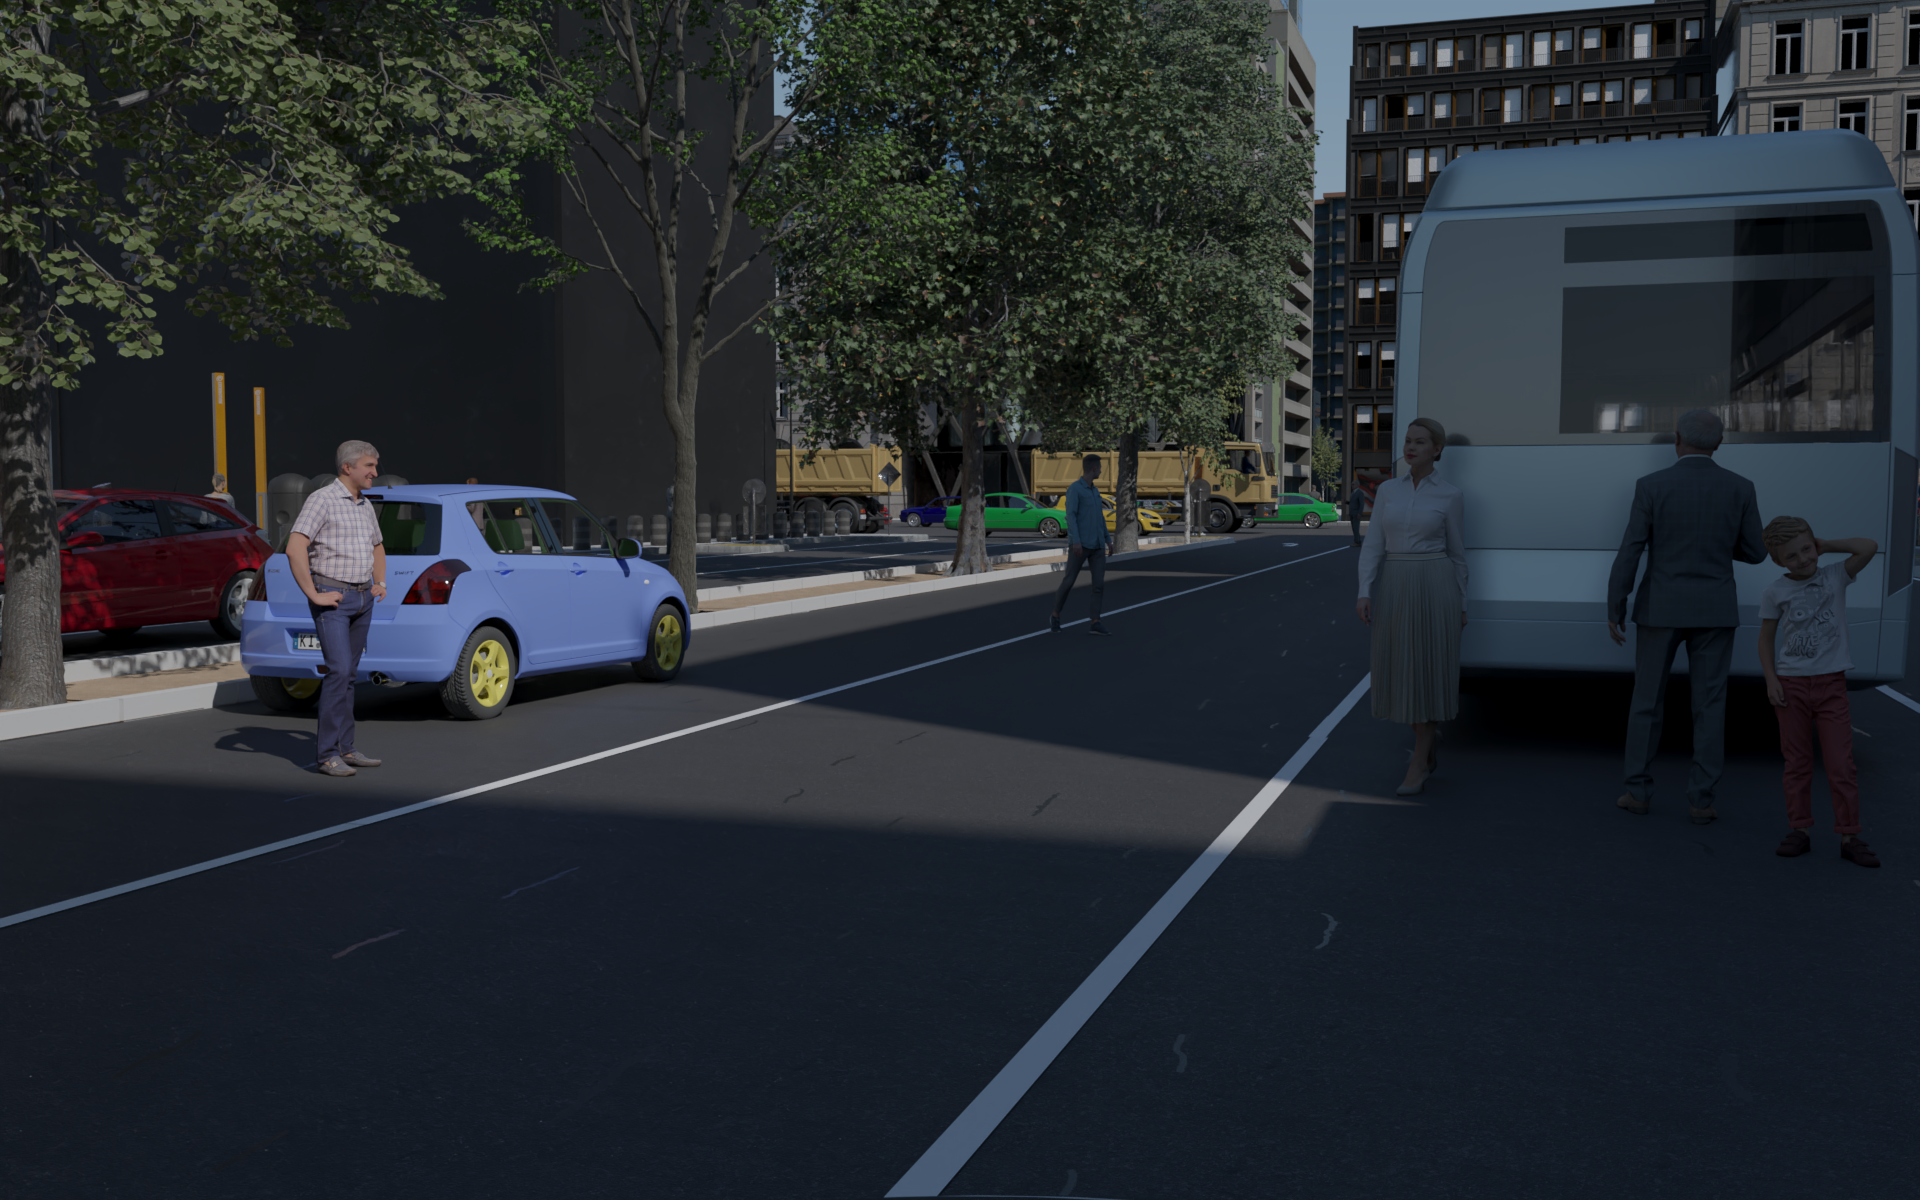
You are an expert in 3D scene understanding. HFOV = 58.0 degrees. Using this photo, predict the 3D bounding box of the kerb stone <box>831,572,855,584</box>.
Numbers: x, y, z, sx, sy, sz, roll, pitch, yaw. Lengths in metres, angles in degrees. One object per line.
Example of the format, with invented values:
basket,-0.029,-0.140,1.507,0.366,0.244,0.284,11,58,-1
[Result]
kerb stone,-1.960,-0.334,27.657,0.120,0.150,1.000,1,4,18

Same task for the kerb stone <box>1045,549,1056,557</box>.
kerb stone,1.945,-1.050,39.398,0.120,0.150,1.000,1,4,18

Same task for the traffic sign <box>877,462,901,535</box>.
traffic sign,-2.204,-3.066,53.769,0.795,2.450,0.064,1,4,18

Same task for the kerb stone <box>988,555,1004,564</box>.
kerb stone,0.647,-0.812,35.474,0.120,0.150,1.000,1,4,18

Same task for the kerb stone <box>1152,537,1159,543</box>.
kerb stone,5.524,-1.705,50.151,0.120,0.150,1.000,1,4,18

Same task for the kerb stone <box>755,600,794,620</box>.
kerb stone,-2.228,0.123,20.188,0.120,0.150,1.000,1,4,18

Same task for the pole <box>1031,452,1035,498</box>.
pole,3.576,-5.542,84.449,0.158,3.312,0.155,0,3,0

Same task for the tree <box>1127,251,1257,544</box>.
tree,6.304,-5.813,47.857,4.737,8.622,4.395,0,3,0

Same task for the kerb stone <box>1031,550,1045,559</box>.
kerb stone,1.627,-0.990,38.414,0.120,0.150,1.000,1,4,18

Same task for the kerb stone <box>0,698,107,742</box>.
kerb stone,-5.485,0.721,10.401,0.120,0.150,1.000,1,4,18

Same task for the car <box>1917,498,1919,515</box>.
car,31.196,-2.959,57.420,4.494,1.783,2.155,1,4,17

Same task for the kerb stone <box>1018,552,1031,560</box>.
kerb stone,1.289,-0.932,37.436,0.120,0.150,1.000,1,4,18

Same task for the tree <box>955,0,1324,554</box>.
tree,3.854,-8.001,39.929,9.857,13.997,8.962,0,3,0

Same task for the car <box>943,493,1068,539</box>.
car,1.829,-2.947,56.981,4.718,1.807,1.959,1,4,18

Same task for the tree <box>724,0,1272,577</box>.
tree,0.238,-6.743,29.711,9.611,12.733,9.660,0,3,0

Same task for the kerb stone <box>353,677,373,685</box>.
kerb stone,-4.510,0.542,13.328,0.120,0.150,1.000,1,4,18

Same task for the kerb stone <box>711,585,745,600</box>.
kerb stone,-3.251,-0.095,23.749,0.120,0.150,1.000,1,4,18

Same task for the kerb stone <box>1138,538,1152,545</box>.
kerb stone,5.206,-1.645,49.170,0.120,0.150,1.000,1,4,18

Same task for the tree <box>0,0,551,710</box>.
tree,-6.220,-5.574,11.712,7.486,12.596,7.792,0,3,0

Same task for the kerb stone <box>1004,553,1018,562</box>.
kerb stone,0.975,-0.870,36.456,0.120,0.150,1.000,1,4,18

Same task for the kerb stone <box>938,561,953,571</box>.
kerb stone,-0.327,-0.628,32.547,0.120,0.150,1.000,1,4,18

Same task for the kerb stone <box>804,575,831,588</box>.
kerb stone,-2.278,-0.274,26.680,0.120,0.150,1.000,1,4,18

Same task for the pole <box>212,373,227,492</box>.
pole,-12.495,-2.166,29.263,0.158,3.312,0.155,0,3,0

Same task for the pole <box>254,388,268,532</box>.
pole,-13.430,-2.412,33.280,0.158,3.312,0.155,0,3,0

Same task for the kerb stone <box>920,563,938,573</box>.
kerb stone,-0.659,-0.574,31.575,0.120,0.150,1.000,1,4,18

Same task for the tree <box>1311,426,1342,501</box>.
tree,38.069,-14.122,181.263,4.737,8.622,4.395,0,3,0

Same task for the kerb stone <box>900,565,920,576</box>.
kerb stone,-0.971,-0.514,30.596,0.120,0.150,1.000,1,4,18

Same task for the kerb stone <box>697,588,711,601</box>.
kerb stone,-3.586,-0.036,22.778,0.120,0.150,1.000,1,4,18

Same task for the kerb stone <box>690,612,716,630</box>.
kerb stone,-2.876,0.244,18.239,0.120,0.150,1.000,1,4,18

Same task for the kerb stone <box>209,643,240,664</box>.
kerb stone,-6.172,0.447,14.972,0.120,0.150,1.000,1,4,18

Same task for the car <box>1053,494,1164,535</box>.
car,5.013,-3.026,59.693,3.980,1.641,2.015,1,4,20

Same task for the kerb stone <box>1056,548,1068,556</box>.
kerb stone,2.278,-1.107,40.369,0.120,0.150,1.000,1,4,18

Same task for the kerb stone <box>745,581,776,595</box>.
kerb stone,-2.932,-0.155,24.725,0.120,0.150,1.000,1,4,18

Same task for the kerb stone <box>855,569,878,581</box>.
kerb stone,-1.626,-0.394,28.645,0.120,0.150,1.000,1,4,18

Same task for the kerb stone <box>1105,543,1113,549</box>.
kerb stone,3.902,-1.410,45.254,0.120,0.150,1.000,1,4,18

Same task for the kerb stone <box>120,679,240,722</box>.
kerb stone,-5.156,0.664,11.379,0.120,0.150,1.000,1,4,18

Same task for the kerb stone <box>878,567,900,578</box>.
kerb stone,-1.303,-0.454,29.619,0.120,0.150,1.000,1,4,18

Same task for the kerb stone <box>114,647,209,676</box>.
kerb stone,-6.502,0.503,14.000,0.120,0.150,1.000,1,4,18

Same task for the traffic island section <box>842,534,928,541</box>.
traffic island section,-2.229,-1.930,53.838,2.009,0.180,2.903,1,4,18

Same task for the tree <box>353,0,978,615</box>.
tree,-3.230,-5.615,20.012,9.928,11.665,9.643,0,3,0

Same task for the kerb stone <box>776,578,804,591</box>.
kerb stone,-2.606,-0.215,25.707,0.120,0.150,1.000,1,4,18

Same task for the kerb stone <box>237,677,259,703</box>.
kerb stone,-4.835,0.603,12.354,0.120,0.150,1.000,1,4,18

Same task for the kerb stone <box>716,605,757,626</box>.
kerb stone,-2.553,0.190,19.214,0.120,0.150,1.000,1,4,18

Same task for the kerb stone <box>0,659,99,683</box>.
kerb stone,-6.823,0.561,13.025,0.120,0.150,1.000,1,4,18
